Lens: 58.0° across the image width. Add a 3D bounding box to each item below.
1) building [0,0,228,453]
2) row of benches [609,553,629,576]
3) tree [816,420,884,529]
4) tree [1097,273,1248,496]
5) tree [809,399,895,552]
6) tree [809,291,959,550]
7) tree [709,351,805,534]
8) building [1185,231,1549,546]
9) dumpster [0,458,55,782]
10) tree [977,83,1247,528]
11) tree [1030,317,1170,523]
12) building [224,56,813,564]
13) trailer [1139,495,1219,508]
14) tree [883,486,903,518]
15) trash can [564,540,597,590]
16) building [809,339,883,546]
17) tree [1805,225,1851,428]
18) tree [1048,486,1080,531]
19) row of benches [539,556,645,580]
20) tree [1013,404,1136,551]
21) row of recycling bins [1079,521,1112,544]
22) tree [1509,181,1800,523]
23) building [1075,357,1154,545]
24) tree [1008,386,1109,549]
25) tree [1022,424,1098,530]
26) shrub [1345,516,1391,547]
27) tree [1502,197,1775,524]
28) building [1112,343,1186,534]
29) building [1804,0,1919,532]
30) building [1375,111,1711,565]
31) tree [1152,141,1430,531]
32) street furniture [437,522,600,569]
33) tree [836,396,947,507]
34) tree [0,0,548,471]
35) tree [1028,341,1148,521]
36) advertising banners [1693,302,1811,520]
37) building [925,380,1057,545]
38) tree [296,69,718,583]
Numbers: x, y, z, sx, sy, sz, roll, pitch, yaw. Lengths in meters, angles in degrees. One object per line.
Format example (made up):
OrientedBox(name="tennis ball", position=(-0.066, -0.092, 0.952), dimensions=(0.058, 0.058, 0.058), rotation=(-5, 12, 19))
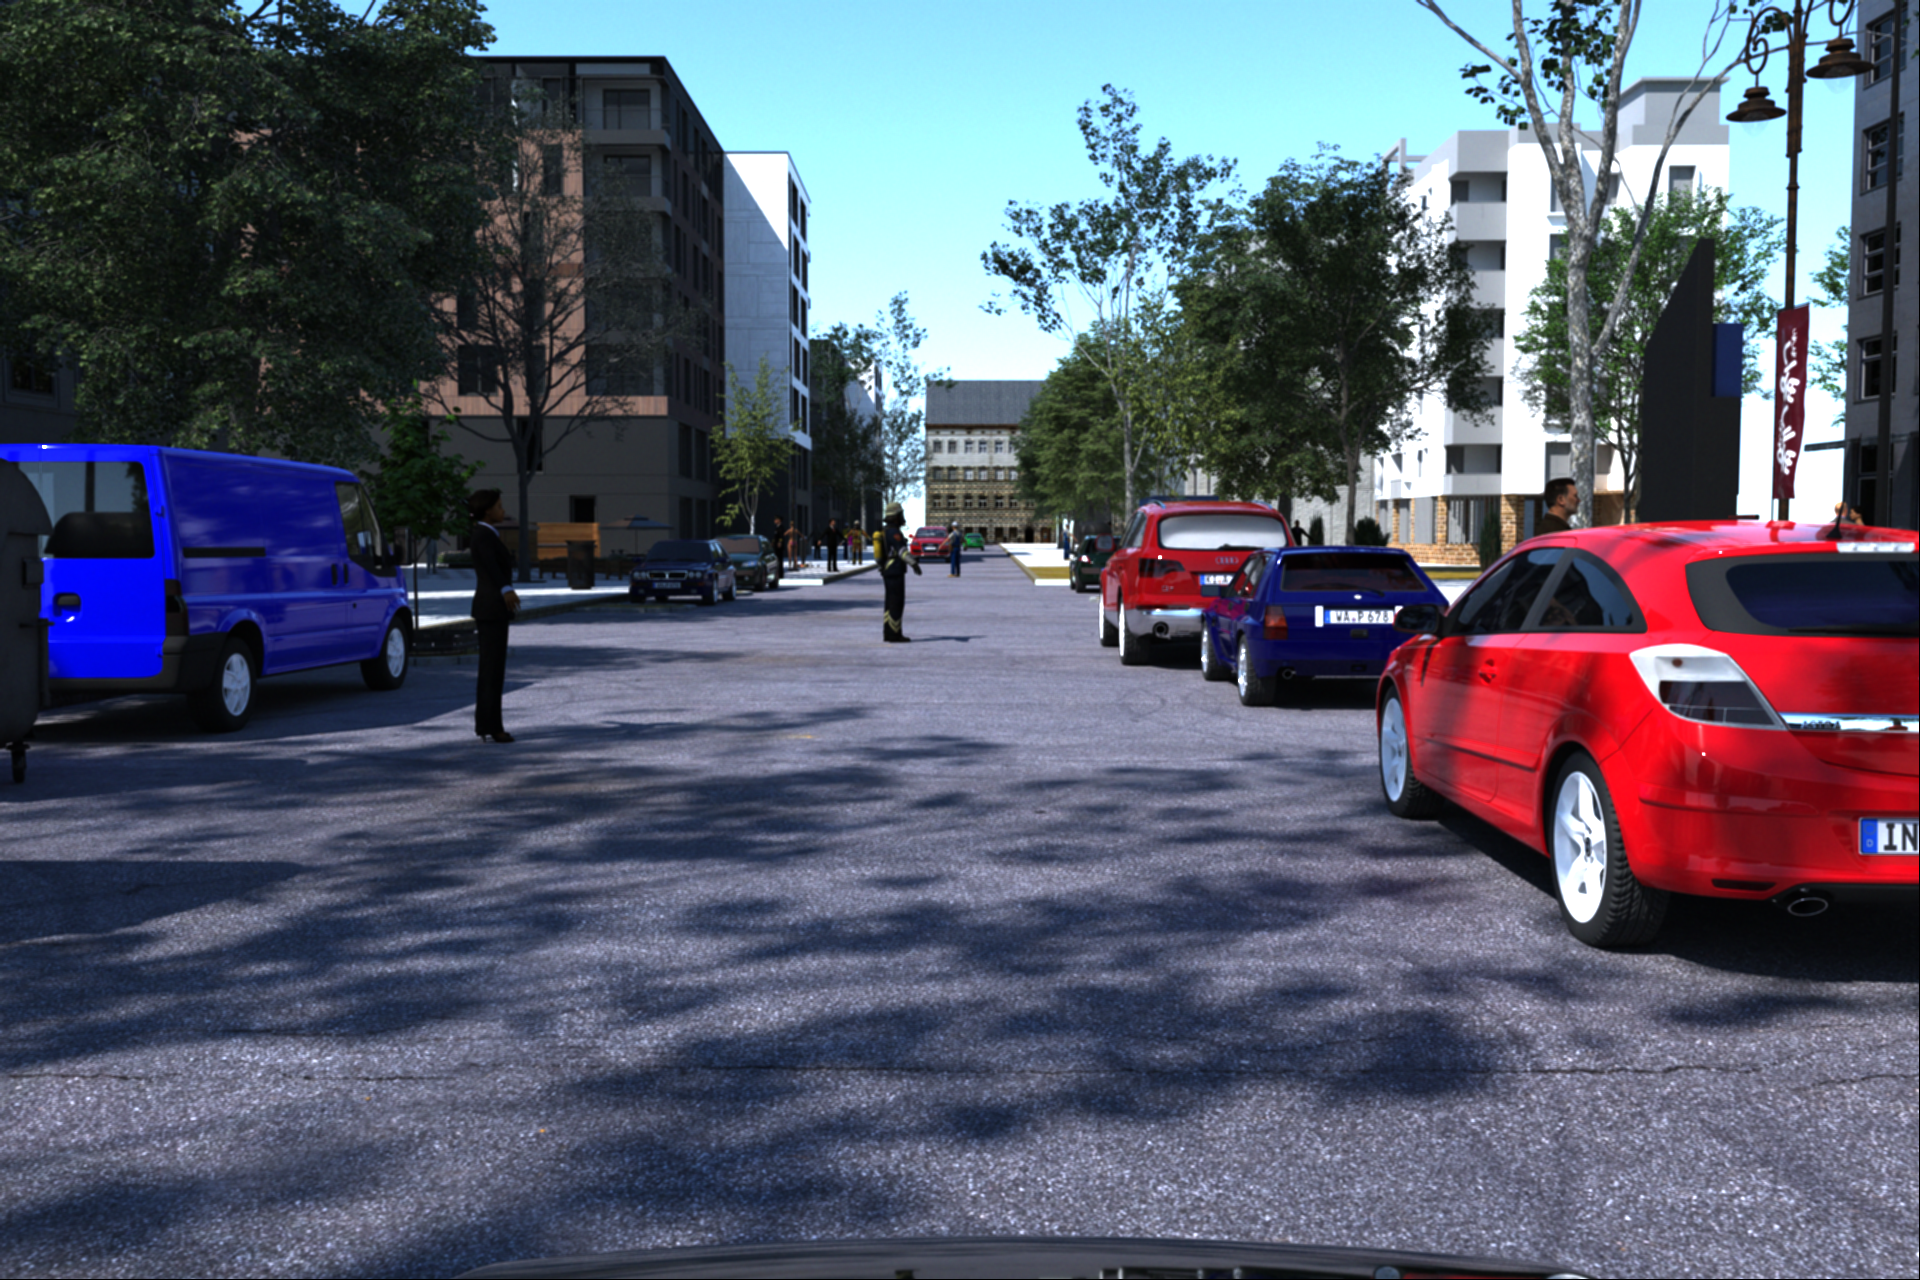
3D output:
OrientedBox(name="building", position=(-28.189, -15.015, 39.007), dimensions=(14.314, 27.812, 24.014), rotation=(0, 4, 0))
OrientedBox(name="row of benches", position=(-10.771, -2.391, 54.563), dimensions=(1.422, 0.672, 4.104), rotation=(-1, 4, -11))
OrientedBox(name="tree", position=(-7.636, -9.906, 112.333), dimensions=(4.360, 8.622, 3.978), rotation=(0, 3, 0))
OrientedBox(name="tree", position=(6.113, -6.082, 49.807), dimensions=(4.737, 8.622, 4.395), rotation=(0, 3, 0))
OrientedBox(name="tree", position=(-7.984, -11.382, 120.501), dimensions=(7.601, 10.594, 8.767), rotation=(-3, 4, -36))
OrientedBox(name="tree", position=(-6.810, -17.082, 135.182), dimensions=(12.611, 20.169, 13.585), rotation=(0, 3, 0))
OrientedBox(name="tree", position=(-8.438, -7.350, 70.538), dimensions=(4.737, 8.622, 4.395), rotation=(0, 3, 0))
OrientedBox(name="building", position=(24.524, -14.875, 109.656), dimensions=(16.747, 18.905, 31.486), rotation=(0, 4, 1))
OrientedBox(name="dumpster", position=(-6.125, -0.075, 9.435), dimensions=(1.865, 1.857, 1.264), rotation=(0, 4, 1))
OrientedBox(name="tree", position=(6.383, -13.460, 75.962), dimensions=(12.611, 20.169, 13.585), rotation=(0, 3, 0))
OrientedBox(name="tree", position=(7.390, -10.594, 91.344), dimensions=(7.486, 12.596, 7.792), rotation=(0, 3, 0))
OrientedBox(name="building", position=(-23.117, -15.091, 90.705), dimensions=(27.936, 21.610, 32.646), rotation=(0, 3, 0))
OrientedBox(name="trailer", position=(3.394, -1.257, 27.609), dimensions=(1.471, 1.999, 3.904), rotation=(0, 4, 1))
OrientedBox(name="tree", position=(-9.395, -17.907, 243.136), dimensions=(4.360, 8.622, 3.978), rotation=(0, 3, 0))
OrientedBox(name="trash can", position=(-8.768, -1.738, 40.072), dimensions=(0.748, 1.137, 0.748), rotation=(0, 3, 0))
OrientedBox(name="building", position=(-23.821, -21.660, 198.108), dimensions=(27.936, 21.610, 32.646), rotation=(0, 4, 1))
OrientedBox(name="tree", position=(29.267, -7.697, 51.600), dimensions=(9.928, 11.665, 9.643), rotation=(0, 3, 0))
OrientedBox(name="tree", position=(8.605, -11.473, 137.938), dimensions=(4.737, 8.622, 4.395), rotation=(0, 3, 0))
OrientedBox(name="row of benches", position=(-10.107, -2.048, 48.952), dimensions=(4.104, 0.672, 1.422), rotation=(2, 4, 28))
OrientedBox(name="tree", position=(7.707, -11.126, 116.327), dimensions=(8.767, 10.594, 7.601), rotation=(-1, 4, -20))
OrientedBox(name="row of recycling bins", position=(4.242, -2.930, 55.018), dimensions=(1.069, 1.692, 3.534), rotation=(0, 4, 1))
OrientedBox(name="tree", position=(20.336, -7.672, 51.198), dimensions=(9.928, 11.665, 9.643), rotation=(0, 3, 0))
OrientedBox(name="building", position=(28.133, -22.765, 216.179), dimensions=(27.936, 21.610, 32.646), rotation=(0, 4, 1))
OrientedBox(name="tree", position=(8.629, -14.744, 147.722), dimensions=(9.857, 13.997, 8.962), rotation=(0, 3, 0))
OrientedBox(name="tree", position=(8.290, -11.843, 128.043), dimensions=(8.767, 10.594, 7.601), rotation=(3, 5, 43))
OrientedBox(name="shrub", position=(15.525, -3.764, 65.959), dimensions=(1.690, 2.028, 1.600), rotation=(0, 3, 0))
OrientedBox(name="tree", position=(24.591, -9.355, 63.322), dimensions=(12.009, 13.543, 11.850), rotation=(0, 3, 0))
OrientedBox(name="building", position=(25.808, -21.343, 179.882), dimensions=(19.493, 23.208, 18.063), rotation=(0, 4, 1))
OrientedBox(name="building", position=(25.977, -12.954, 30.219), dimensions=(11.959, 24.771, 22.079), rotation=(0, 4, 1))
OrientedBox(name="building", position=(25.621, -13.921, 84.027), dimensions=(16.016, 20.090, 11.380), rotation=(0, 4, 1))
OrientedBox(name="tree", position=(10.855, -9.257, 58.007), dimensions=(9.857, 13.997, 8.962), rotation=(0, 3, 0))
OrientedBox(name="street furniture", position=(-17.789, -3.773, 68.546), dimensions=(11.010, 1.723, 9.812), rotation=(-1, 4, -20))
OrientedBox(name="tree", position=(-6.266, -14.859, 153.309), dimensions=(12.009, 13.543, 11.850), rotation=(0, 3, 0))
OrientedBox(name="tree", position=(-11.410, -7.386, 27.416), dimensions=(9.857, 13.997, 8.962), rotation=(0, 3, 0))
OrientedBox(name="tree", position=(7.531, -11.196, 101.176), dimensions=(7.486, 12.596, 7.792), rotation=(0, 3, 0))
OrientedBox(name="advertising banners", position=(6.404, -1.099, 14.164), dimensions=(0.090, 3.025, 2.074), rotation=(0, 4, 1))
OrientedBox(name="building", position=(4.256, -25.191, 245.265), dimensions=(18.063, 23.208, 19.493), rotation=(0, 3, 0))
OrientedBox(name="tree", position=(-11.504, -8.268, 45.555), dimensions=(12.009, 13.543, 11.850), rotation=(0, 3, 0))
